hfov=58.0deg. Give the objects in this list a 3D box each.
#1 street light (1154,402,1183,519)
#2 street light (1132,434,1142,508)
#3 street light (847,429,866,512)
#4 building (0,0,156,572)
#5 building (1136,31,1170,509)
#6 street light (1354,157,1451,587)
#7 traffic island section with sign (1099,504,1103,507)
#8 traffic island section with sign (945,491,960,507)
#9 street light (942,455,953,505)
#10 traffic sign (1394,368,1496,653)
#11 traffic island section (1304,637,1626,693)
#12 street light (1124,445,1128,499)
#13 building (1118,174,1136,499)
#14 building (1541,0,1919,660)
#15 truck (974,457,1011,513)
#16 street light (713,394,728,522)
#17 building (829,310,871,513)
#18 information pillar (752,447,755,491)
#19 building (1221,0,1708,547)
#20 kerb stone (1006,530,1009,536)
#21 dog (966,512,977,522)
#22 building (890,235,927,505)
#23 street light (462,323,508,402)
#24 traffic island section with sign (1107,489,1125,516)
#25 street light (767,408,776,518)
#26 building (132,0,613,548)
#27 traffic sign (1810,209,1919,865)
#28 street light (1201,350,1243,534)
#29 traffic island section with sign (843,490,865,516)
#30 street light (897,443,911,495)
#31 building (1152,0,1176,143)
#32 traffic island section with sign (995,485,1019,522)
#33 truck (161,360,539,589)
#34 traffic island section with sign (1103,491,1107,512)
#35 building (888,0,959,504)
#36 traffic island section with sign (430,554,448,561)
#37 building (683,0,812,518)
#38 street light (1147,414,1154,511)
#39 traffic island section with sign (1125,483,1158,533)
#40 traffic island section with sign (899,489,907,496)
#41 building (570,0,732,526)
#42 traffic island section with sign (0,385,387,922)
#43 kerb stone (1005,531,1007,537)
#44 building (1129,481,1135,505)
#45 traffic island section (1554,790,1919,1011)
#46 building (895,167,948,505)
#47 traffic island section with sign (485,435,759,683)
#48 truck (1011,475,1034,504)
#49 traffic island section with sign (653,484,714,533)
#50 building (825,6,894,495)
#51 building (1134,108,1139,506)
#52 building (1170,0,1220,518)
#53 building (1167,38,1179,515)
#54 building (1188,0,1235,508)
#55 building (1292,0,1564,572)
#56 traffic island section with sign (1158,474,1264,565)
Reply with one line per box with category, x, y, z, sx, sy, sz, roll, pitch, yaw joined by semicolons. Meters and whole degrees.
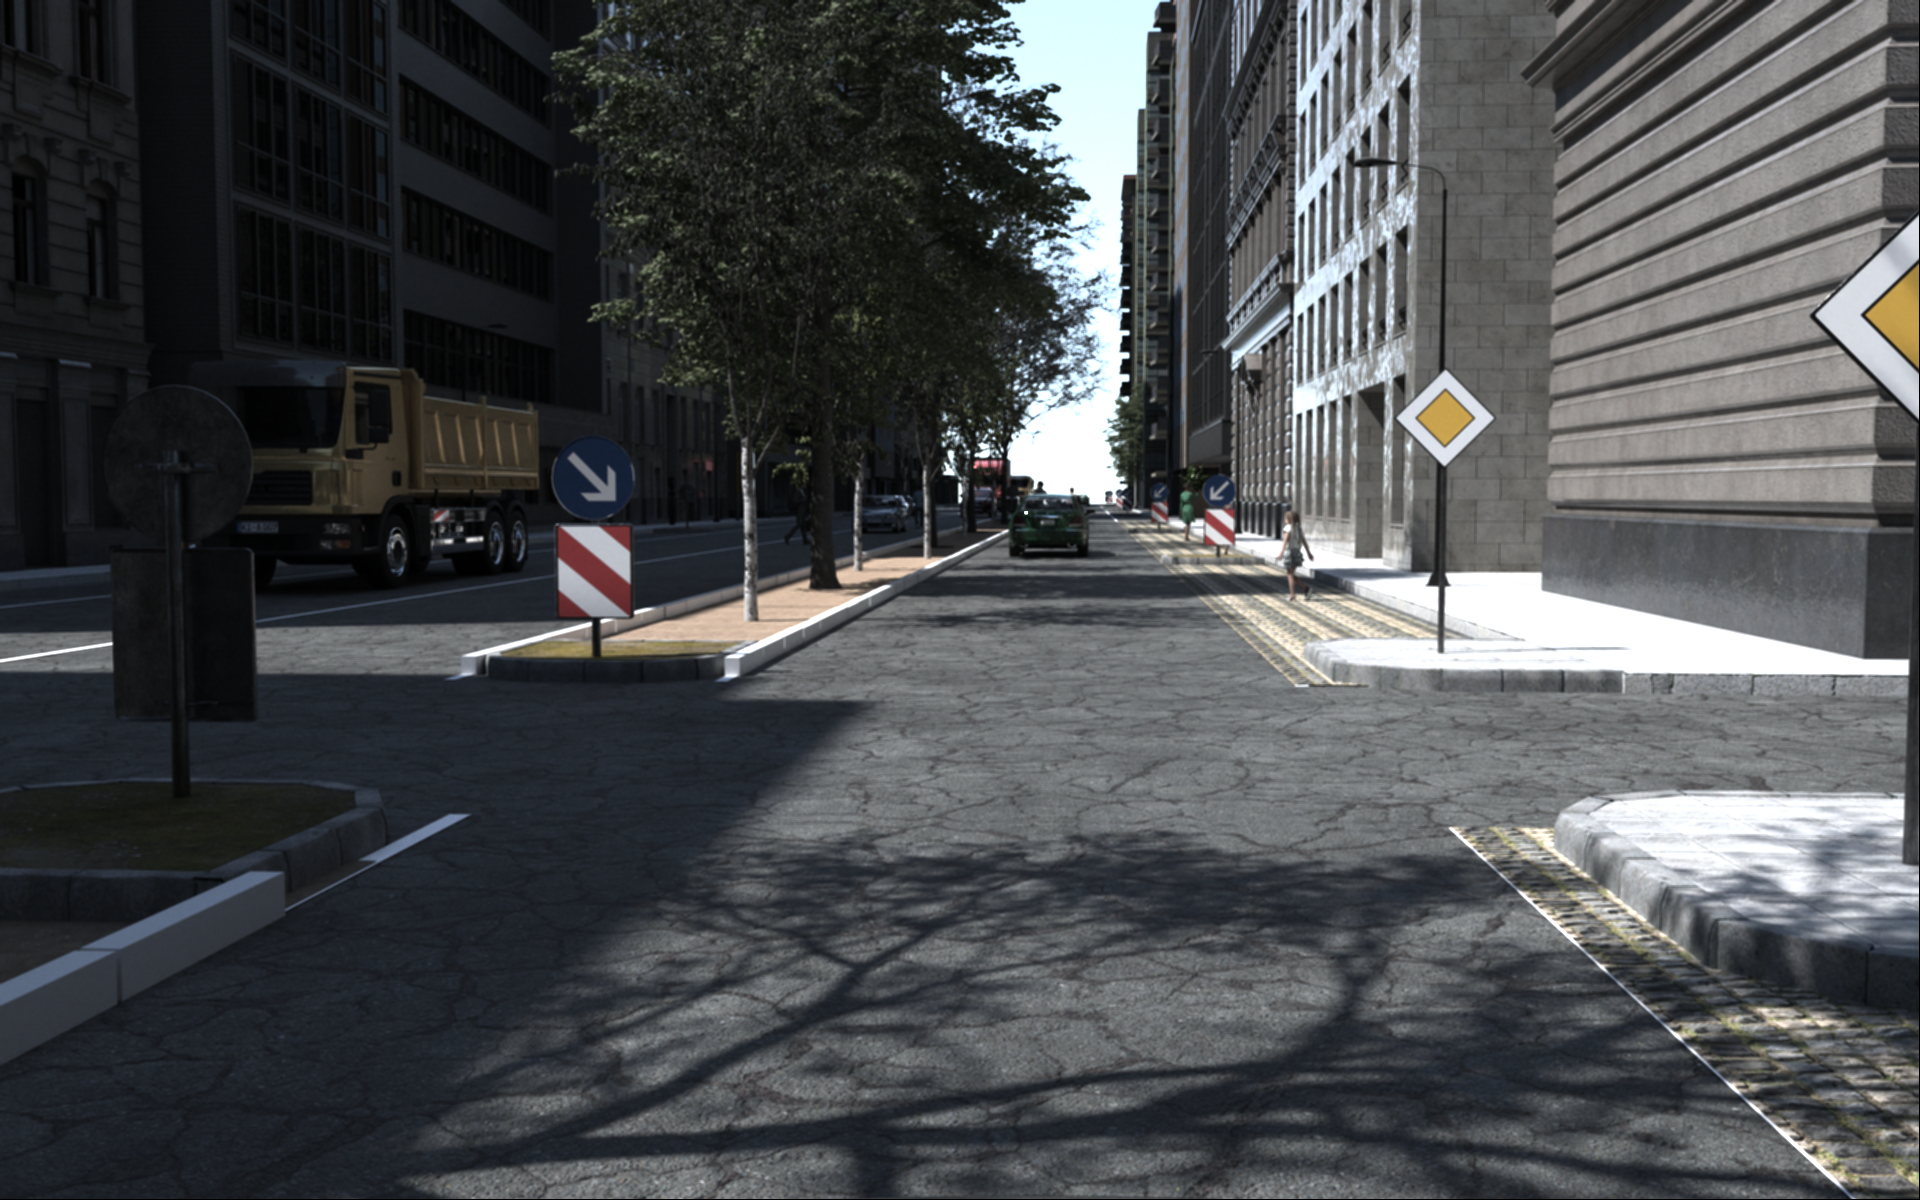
street light;10.709;-7.042;87.673;1.470;5.913;1.316;0;4;4
street light;14.132;-9.828;133.225;1.470;5.913;1.316;0;4;4
street light;-7.439;-9.280;124.273;1.470;5.913;1.316;0;4;4
building;-20.700;-10.692;23.969;9.793;20.994;18.267;0;4;4
building;23.643;-28.933;156.654;14.154;41.232;14.086;0;4;4
street light;6.134;-3.149;24.033;1.470;5.913;1.316;0;4;4
traffic island section with sign;16.874;-11.455;195.910;1.989;1.847;2.006;0;4;4
traffic island section with sign;-0.652;-11.533;197.184;1.989;1.847;2.006;0;4;4
street light;-1.447;-14.332;206.874;1.470;5.913;1.316;0;4;4
traffic sign;3.874;-0.628;13.904;0.795;2.450;0.064;0;4;4
traffic island section;3.898;0.508;13.980;2.009;0.180;2.903;0;4;4
street light;16.316;-11.775;165.069;1.470;5.913;1.316;0;4;4
building;32.497;-35.328;232.229;22.147;44.769;28.867;0;4;4
building;16.576;-11.495;16.822;19.941;23.489;11.050;0;4;4
truck;2.461;-8.923;134.801;2.839;4.237;11.283;0;4;5
street light;-10.618;-6.520;79.145;1.470;5.913;1.316;0;4;4
building;-22.137;-17.267;127.355;27.650;21.520;28.899;0;4;4
information pillar;-10.310;-5.811;86.360;0.183;3.616;0.504;0;4;0
building;14.179;-13.802;54.537;11.050;23.489;19.941;0;4;4
kerb stone;1.463;-2.195;58.089;0.120;0.150;1.000;0;4;4
dog;0.565;-4.274;89.165;0.406;0.507;0.540;3;5;39
building;-10.821;-25.034;181.005;14.160;30.474;14.107;0;4;4
street light;-13.006;-4.574;47.332;1.470;5.913;1.316;0;4;4
traffic island section with sign;10.848;-6.415;113.521;1.989;1.847;2.006;0;4;4
street light;-9.688;-7.293;91.782;1.470;5.913;1.316;0;4;4
building;-20.630;-14.004;48.033;14.314;24.678;30.058;0;4;4
traffic sign;3.292;-0.141;5.941;0.795;2.450;0.064;0;4;4
street light;8.438;-5.095;55.852;1.470;5.913;1.316;0;4;4
traffic island section with sign;-6.658;-6.511;115.080;1.989;1.847;2.006;0;4;4
street light;-5.079;-11.249;156.459;1.470;5.913;1.316;0;4;4
building;26.116;-29.316;133.946;22.147;44.769;28.867;0;4;4
traffic island section with sign;2.664;-4.950;89.068;2.006;1.907;1.989;0;4;4
truck;-9.571;-1.977;28.244;3.469;3.379;9.791;0;4;4
traffic island section with sign;12.812;-8.063;140.450;1.989;1.847;2.006;0;4;4
building;-10.694;-48.258;227.271;20.563;71.187;20.611;0;4;4
traffic island section with sign;-12.305;-1.779;37.717;1.989;1.847;2.006;0;4;4
building;-20.119;-29.200;101.114;21.300;48.544;21.600;0;4;4
street light;11.618;-7.849;100.880;1.470;5.913;1.316;0;4;4
traffic island section with sign;7.200;-3.370;63.728;1.989;1.847;2.006;0;4;4
traffic island section with sign;-4.684;-8.155;141.964;1.989;1.847;2.006;0;4;4
building;-18.335;-17.054;76.099;12.463;27.353;25.104;0;4;4
traffic island section with sign;-3.353;0.085;6.741;2.006;1.907;1.989;0;4;4
kerb stone;1.393;-2.128;57.063;0.120;0.150;1.000;0;4;4
building;36.433;-31.384;205.013;32.217;40.220;23.993;0;4;4
traffic island section;3.316;0.995;6.016;2.009;0.180;2.903;0;4;4
building;-13.000;-33.541;203.018;22.147;44.769;28.867;0;4;4
traffic island section with sign;-2.804;-0.366;14.128;2.006;1.907;1.989;0;4;4
truck;6.194;-11.318;180.974;3.469;3.379;9.791;0;4;5
traffic island section with sign;-10.305;-3.449;65.012;1.989;1.847;2.006;0;4;4
building;-13.279;-30.424;147.550;14.600;45.320;14.200;0;4;4
building;25.903;-30.757;186.476;14.154;41.232;14.086;0;4;4
building;19.582;-27.439;98.735;14.600;45.320;14.200;0;4;4
building;20.592;-20.892;113.280;14.160;30.474;14.107;0;4;4
building;17.955;-17.287;76.149;14.314;27.812;24.014;0;4;4
building;13.212;-11.077;35.855;10.420;20.320;16.860;0;4;4
traffic island section with sign;5.158;-1.649;35.582;1.989;1.847;2.006;0;4;4
